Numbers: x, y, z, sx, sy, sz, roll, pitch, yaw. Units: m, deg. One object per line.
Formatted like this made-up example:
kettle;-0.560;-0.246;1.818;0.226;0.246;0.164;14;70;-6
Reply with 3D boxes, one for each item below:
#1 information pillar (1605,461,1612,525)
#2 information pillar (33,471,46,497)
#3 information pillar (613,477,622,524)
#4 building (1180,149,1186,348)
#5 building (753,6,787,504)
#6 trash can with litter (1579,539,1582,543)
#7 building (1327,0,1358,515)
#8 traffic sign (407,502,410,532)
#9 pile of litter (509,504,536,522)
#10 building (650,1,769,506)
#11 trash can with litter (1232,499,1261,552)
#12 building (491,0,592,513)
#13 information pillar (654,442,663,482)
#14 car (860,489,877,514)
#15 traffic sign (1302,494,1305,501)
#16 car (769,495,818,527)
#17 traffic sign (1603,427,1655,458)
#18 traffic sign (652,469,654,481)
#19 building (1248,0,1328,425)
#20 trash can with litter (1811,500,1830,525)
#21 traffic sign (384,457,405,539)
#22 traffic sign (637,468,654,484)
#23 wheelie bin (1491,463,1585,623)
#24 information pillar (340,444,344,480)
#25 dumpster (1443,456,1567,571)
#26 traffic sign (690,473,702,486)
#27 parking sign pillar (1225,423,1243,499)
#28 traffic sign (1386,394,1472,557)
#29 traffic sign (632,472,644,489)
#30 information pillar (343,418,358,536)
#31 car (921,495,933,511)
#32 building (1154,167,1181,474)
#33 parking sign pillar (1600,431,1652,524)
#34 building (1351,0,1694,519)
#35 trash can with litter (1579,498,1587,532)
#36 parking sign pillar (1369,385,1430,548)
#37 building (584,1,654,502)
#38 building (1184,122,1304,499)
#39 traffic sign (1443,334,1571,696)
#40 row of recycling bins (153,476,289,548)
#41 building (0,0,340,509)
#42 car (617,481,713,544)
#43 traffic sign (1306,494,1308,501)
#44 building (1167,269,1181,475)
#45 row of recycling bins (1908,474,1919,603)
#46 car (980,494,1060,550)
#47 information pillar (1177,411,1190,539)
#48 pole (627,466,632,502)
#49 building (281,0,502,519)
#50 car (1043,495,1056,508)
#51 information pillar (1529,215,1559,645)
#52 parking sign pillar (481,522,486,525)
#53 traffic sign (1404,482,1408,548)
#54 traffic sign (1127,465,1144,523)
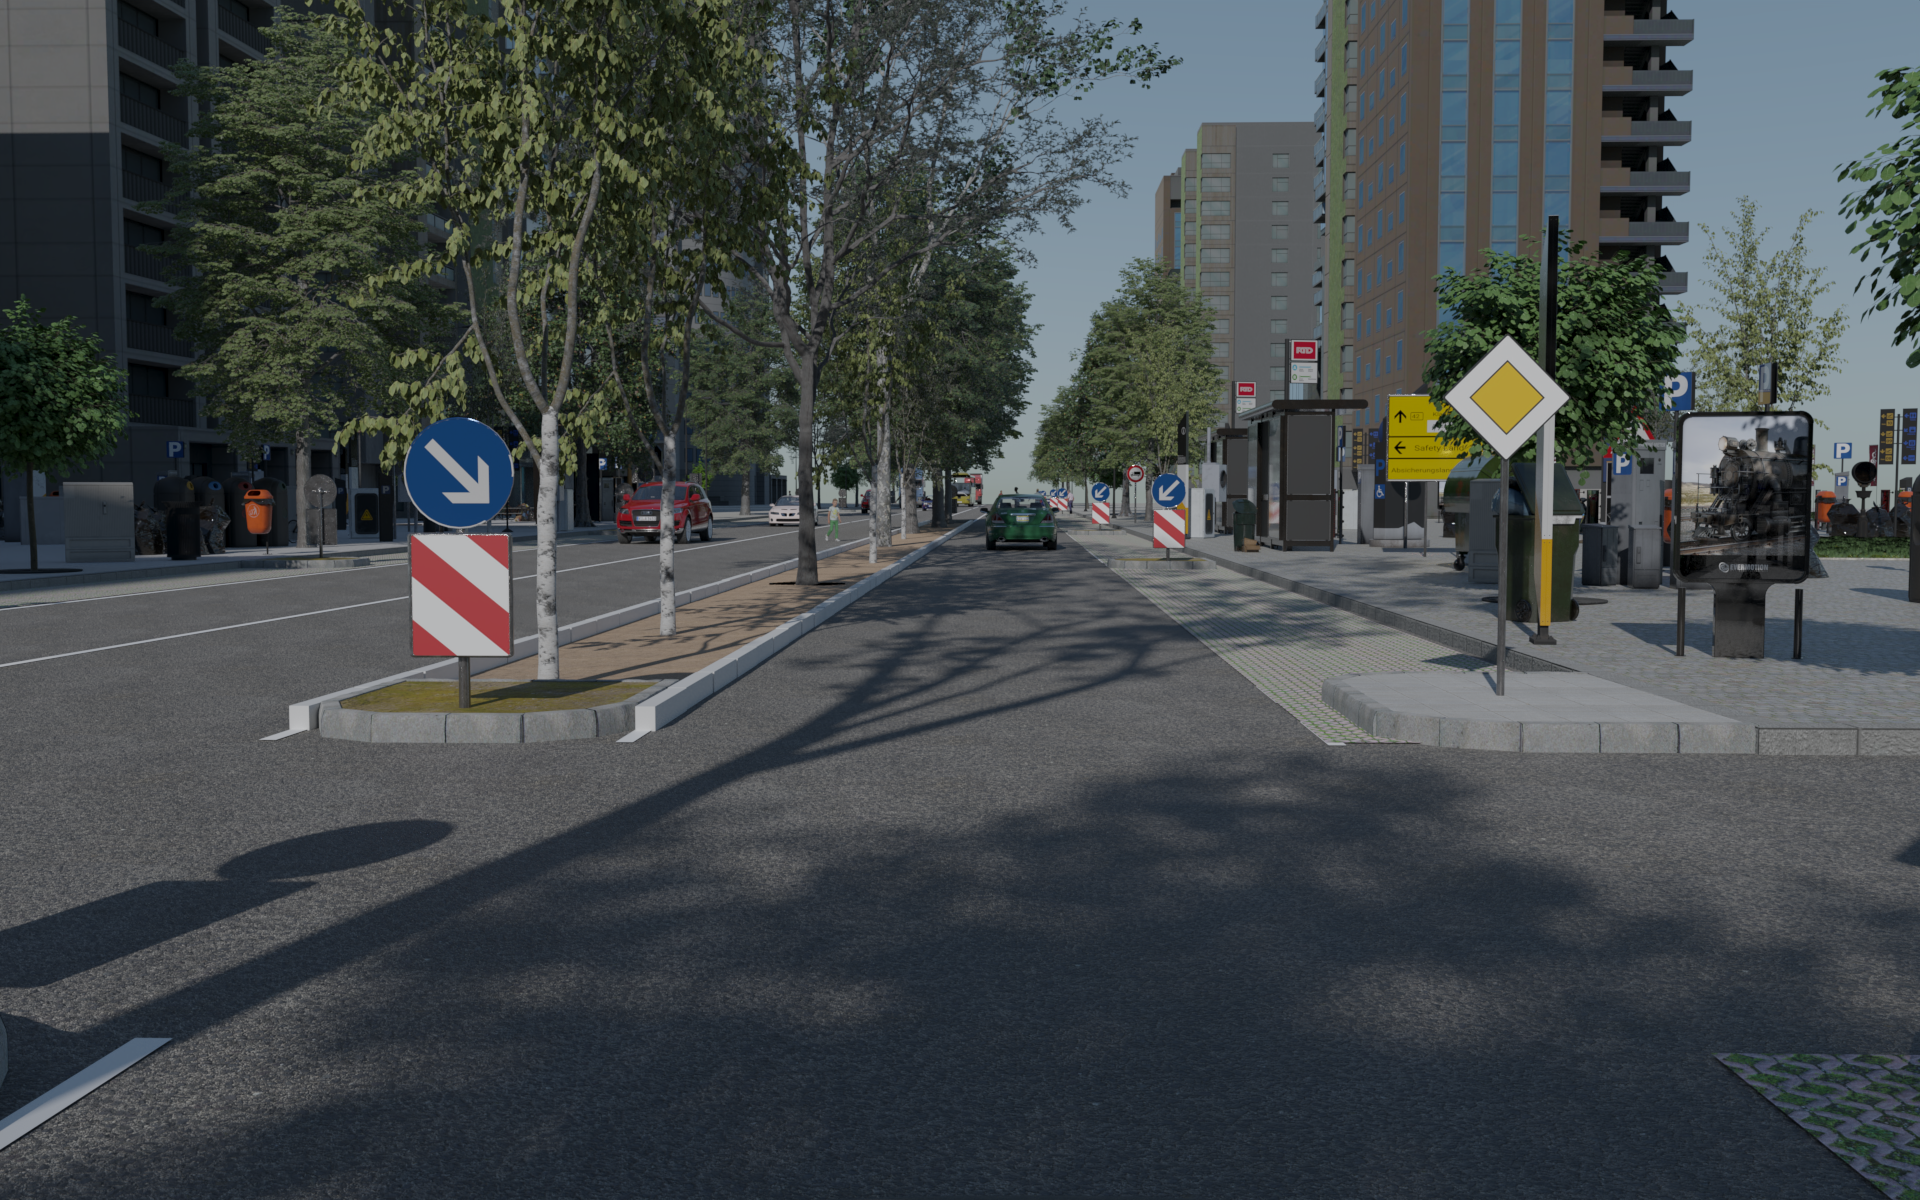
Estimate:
information pillar;14.682;-2.098;38.793;0.304;2.012;0.304;-1;4;-12
information pillar;-30.534;-4.033;57.294;0.183;3.616;0.504;3;5;41
information pillar;-14.910;-4.340;75.456;0.304;2.012;0.304;-2;4;-34
building;33.263;-32.047;207.569;14.154;41.232;14.086;0;4;2
building;-33.160;-47.953;222.287;20.563;71.187;20.611;0;4;2
trash can with litter;15.402;-2.089;45.208;2.233;1.210;1.678;0;4;-3
building;29.866;-25.962;108.066;14.154;41.232;14.086;0;4;2
traffic sign;-18.747;-3.593;58.849;0.768;2.556;0.104;0;4;6
pile of litter;-20.202;-4.073;80.560;1.719;0.858;1.176;1;4;12
building;-34.451;-40.131;198.148;21.231;58.520;28.212;0;4;2
trash can with litter;6.427;-1.654;38.424;0.624;1.170;1.055;-1;4;-9
building;-38.032;-30.397;116.603;23.786;49.044;30.456;0;4;2
information pillar;-13.553;-5.290;77.846;0.504;3.616;0.183;3;4;36
car;-6.245;-7.357;128.953;2.281;1.827;5.304;0;4;0
traffic sign;9.687;-2.982;48.864;0.768;2.556;0.104;0;4;2
car;-7.432;-3.996;77.695;2.083;1.381;4.827;0;4;1
traffic sign;9.891;-1.559;25.494;0.884;2.594;0.081;0;4;2
traffic sign;-15.161;-5.176;84.730;0.768;2.556;0.104;0;4;5
building;35.165;-49.963;129.573;22.319;86.520;31.000;0;4;2
trash can with litter;34.028;-3.415;66.900;1.678;1.210;2.233;3;5;43
traffic sign;-16.020;-2.993;49.036;0.768;2.556;0.104;1;4;10
traffic sign;-13.914;-4.678;76.595;0.768;2.556;0.104;1;4;9
wheelie bin;5.796;-0.587;17.500;0.980;1.594;0.693;-1;4;-22
information pillar;-26.002;-5.001;73.115;0.504;3.616;0.183;3;5;44
dumpster;8.780;-1.556;27.941;1.502;2.255;1.985;0;4;2
traffic sign;-12.920;-5.048;84.670;0.606;2.300;0.079;0;4;6
parking sign pillar;10.468;-4.756;66.229;1.447;3.967;1.447;1;4;22
traffic sign;9.805;-2.526;35.178;2.265;3.308;0.079;0;4;7
traffic sign;-15.391;-5.061;82.751;0.884;2.594;0.081;0;4;5
information pillar;-18.766;-3.806;53.576;0.183;3.616;0.504;0;4;3
car;-2.302;-8.244;147.368;1.945;1.354;3.894;0;4;2
building;34.034;-35.889;236.899;14.600;45.320;14.200;0;4;2
parking sign pillar;19.417;-3.793;50.486;1.447;3.967;1.447;3;4;38
building;29.797;-27.138;93.819;14.600;45.320;14.200;0;4;2
trash can with litter;19.817;-2.736;56.122;0.624;1.170;1.055;-2;4;-31
parking sign pillar;10.702;-3.278;42.070;1.447;3.967;1.447;-2;4;-28
building;-32.992;-29.892;138.849;14.600;45.320;14.200;0;4;2
building;33.182;-31.186;193.478;14.154;41.232;14.086;0;4;2
traffic sign;3.439;-0.448;10.966;0.795;2.450;0.064;0;4;2
row of recycling bins;-17.625;-2.092;41.325;1.069;1.692;3.534;2;4;27
building;-38.020;-38.704;71.060;20.563;71.187;20.611;0;4;2
car;-8.693;-2.612;51.376;2.281;1.827;5.304;0;4;3
traffic sign;9.559;-2.790;47.751;0.606;2.300;0.079;1;4;10
building;33.307;-27.550;222.151;14.160;30.474;14.107;0;4;2
row of recycling bins;12.900;-0.777;19.825;3.534;1.692;1.069;1;4;21
car;1.592;-2.075;45.717;2.131;1.459;4.920;0;4;0
information pillar;6.323;-3.531;49.079;0.183;3.616;0.504;-2;4;-23
pole;-14.602;-5.059;76.565;0.158;3.312;0.155;0;3;0
building;-34.207;-25.114;94.211;14.154;41.232;14.086;0;4;2
car;8.725;-9.751;172.002;1.945;1.354;3.894;0;4;3
information pillar;5.024;-1.437;14.856;0.183;3.616;0.504;1;4;11
parking sign pillar;-20.794;-5.181;73.180;1.447;3.967;1.447;3;5;39
traffic sign;10.523;-2.491;40.832;0.768;2.556;0.104;1;4;10
traffic sign;7.707;-4.645;76.054;0.768;2.556;0.104;0;4;5
